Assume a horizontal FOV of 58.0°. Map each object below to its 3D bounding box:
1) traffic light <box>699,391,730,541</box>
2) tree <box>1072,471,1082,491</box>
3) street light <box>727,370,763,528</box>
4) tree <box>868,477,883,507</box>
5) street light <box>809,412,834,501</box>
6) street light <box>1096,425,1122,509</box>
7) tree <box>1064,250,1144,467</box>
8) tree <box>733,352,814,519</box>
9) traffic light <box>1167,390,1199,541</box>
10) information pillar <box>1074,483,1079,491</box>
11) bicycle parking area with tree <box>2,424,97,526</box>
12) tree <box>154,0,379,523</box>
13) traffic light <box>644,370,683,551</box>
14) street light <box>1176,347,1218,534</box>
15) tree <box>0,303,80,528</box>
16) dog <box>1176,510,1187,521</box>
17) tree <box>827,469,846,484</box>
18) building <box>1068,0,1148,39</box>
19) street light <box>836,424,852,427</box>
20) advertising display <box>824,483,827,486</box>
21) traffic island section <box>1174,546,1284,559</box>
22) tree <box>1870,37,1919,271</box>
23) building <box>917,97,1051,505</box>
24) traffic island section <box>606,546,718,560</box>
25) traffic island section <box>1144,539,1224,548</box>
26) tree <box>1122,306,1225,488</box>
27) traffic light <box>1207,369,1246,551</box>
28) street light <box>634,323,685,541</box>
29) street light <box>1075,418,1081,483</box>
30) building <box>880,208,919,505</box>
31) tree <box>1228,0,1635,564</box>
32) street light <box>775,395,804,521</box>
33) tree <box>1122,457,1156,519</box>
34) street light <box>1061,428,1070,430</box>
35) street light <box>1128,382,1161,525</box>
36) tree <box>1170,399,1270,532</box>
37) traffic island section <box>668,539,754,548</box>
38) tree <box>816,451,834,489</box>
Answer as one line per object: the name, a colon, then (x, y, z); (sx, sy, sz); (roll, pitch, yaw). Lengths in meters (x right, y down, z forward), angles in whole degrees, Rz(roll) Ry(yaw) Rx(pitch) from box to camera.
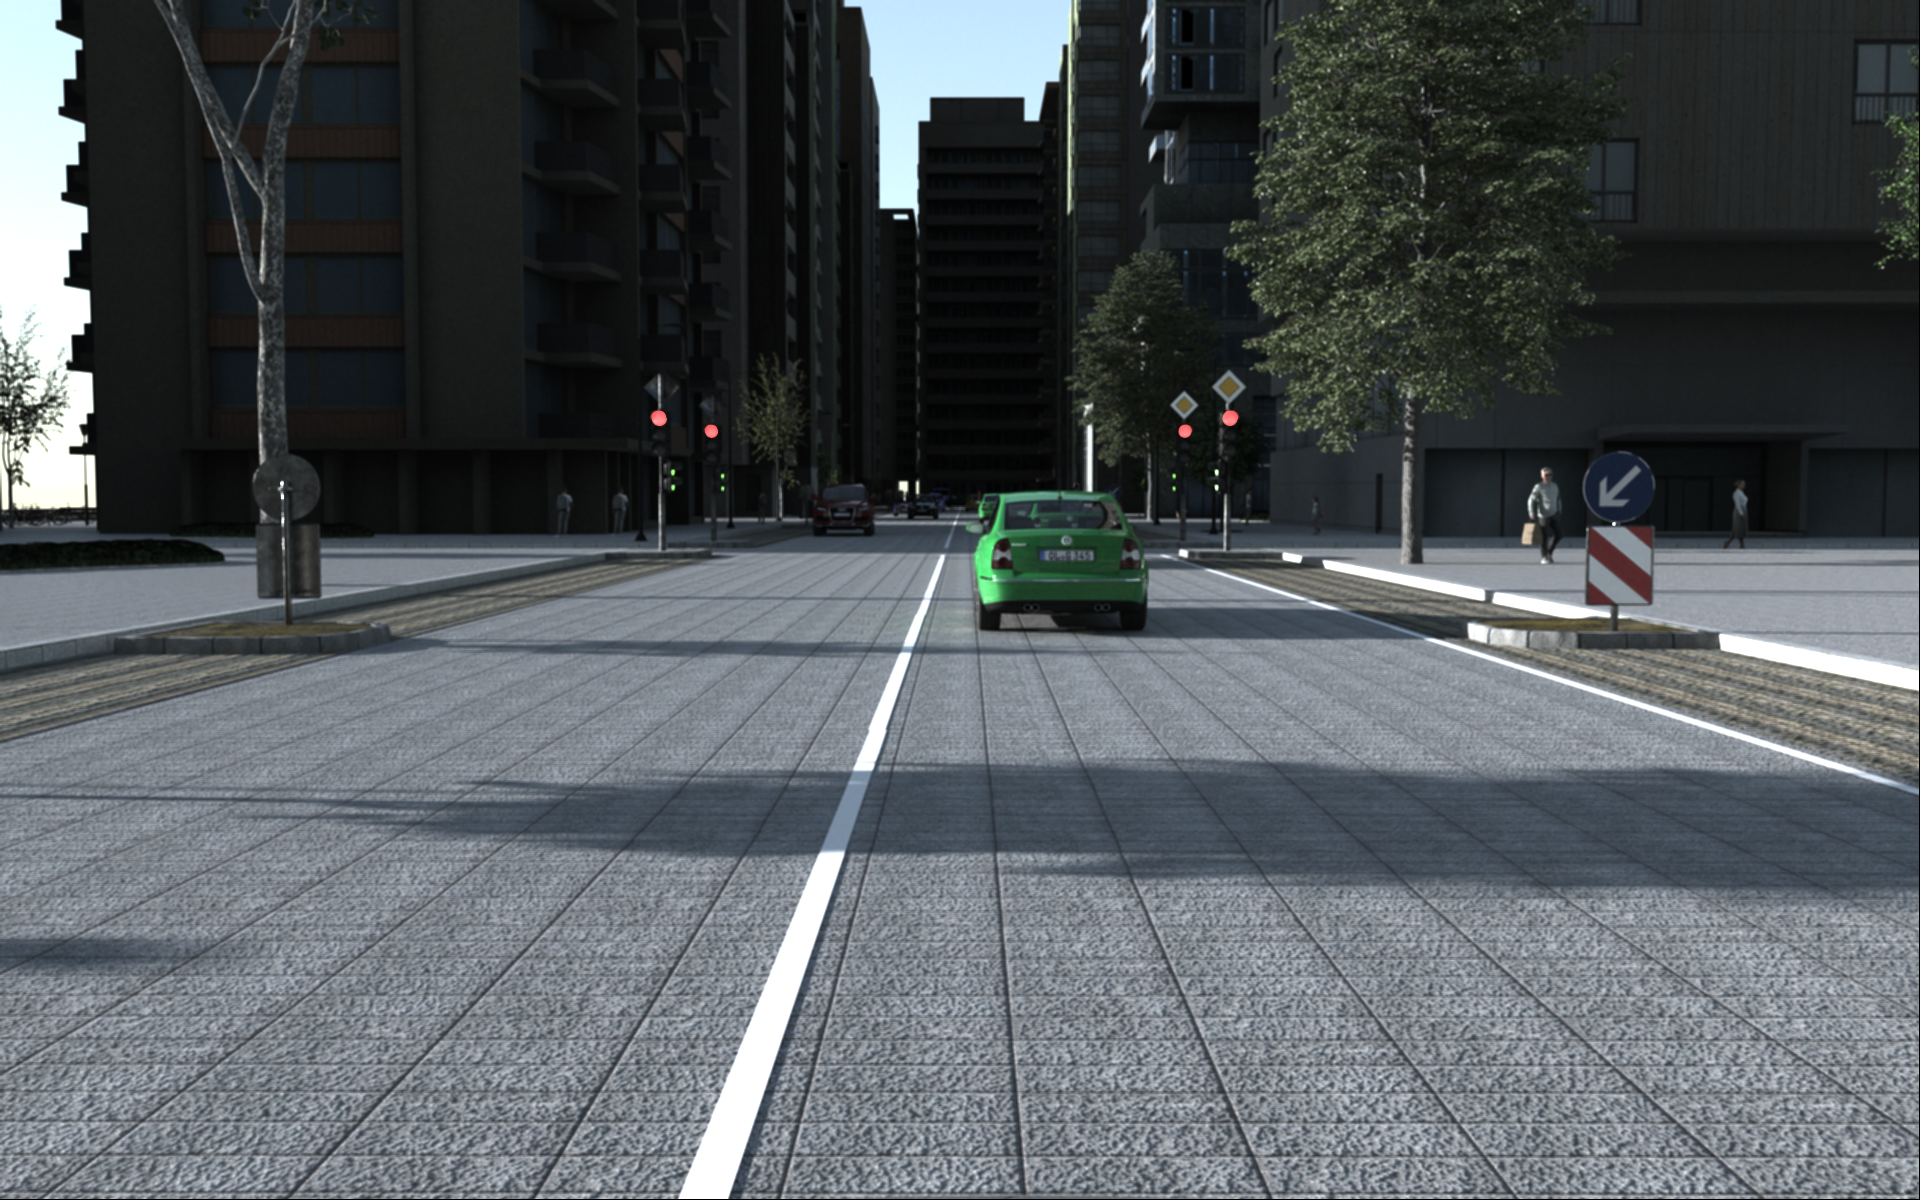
traffic light: (-6.698, -3.562, 47.154); (0.839, 4.253, 0.868); (0, 4, 0)
tree: (8.948, -8.017, 125.683); (1.663, 3.219, 1.824); (0, 3, 0)
street light: (-8.071, -5.647, 64.869); (1.470, 5.913, 1.316); (0, 4, 0)
tree: (-8.403, -11.152, 176.939); (1.663, 3.219, 1.824); (0, 3, 0)
street light: (-8.001, -7.705, 98.518); (1.470, 5.913, 1.316); (0, 4, 0)
street light: (7.686, -7.100, 88.624); (1.470, 5.913, 1.316); (0, 4, 0)
tree: (8.570, -9.961, 80.986); (7.486, 12.596, 7.792); (0, 3, 0)
tree: (-9.336, -8.473, 88.901); (4.737, 8.622, 4.395); (0, 3, 0)
traffic light: (6.063, -3.560, 47.127); (0.839, 4.253, 0.868); (0, 4, 0)
information pillar: (7.851, -6.876, 116.920); (0.304, 2.012, 0.304); (0, 3, 0)
bicycle parking area with tree: (-36.883, -5.279, 73.315); (9.016, 4.147, 8.231); (0, 4, -7)
tree: (-10.799, -10.325, 24.698); (12.611, 20.169, 13.585); (0, 3, 0)
traffic light: (-6.725, -3.073, 39.169); (0.839, 4.253, 0.868); (0, 4, 0)
street light: (7.544, -5.045, 55.022); (1.470, 5.913, 1.316); (0, 4, 0)
tree: (-35.704, -7.037, 65.421); (4.360, 8.622, 3.978); (0, 3, 0)
dog: (10.679, -4.083, 83.581); (0.406, 0.507, 0.540); (2, 4, 30)
tree: (-8.503, -7.722, 120.853); (1.663, 3.219, 1.824); (0, 3, 0)
building: (16.054, -28.362, 147.305); (14.154, 41.232, 14.086); (0, 4, 0)
street light: (-7.906, -8.733, 115.319); (1.470, 5.913, 1.316); (0, 4, 0)
advertising display: (-7.940, -5.934, 102.228); (0.123, 1.923, 0.974); (0, 4, -3)
traffic island section: (6.076, -1.038, 39.256); (2.009, 0.180, 2.903); (0, 4, 0)
tree: (21.868, -6.618, 33.954); (9.928, 11.665, 9.643); (0, 3, 0)
building: (5.663, -36.180, 215.247); (21.600, 48.544, 21.300); (0, 4, 0)
traffic island section: (-6.765, -1.041, 39.304); (2.009, 0.180, 2.903); (0, 4, 0)
traffic island section: (6.103, -1.527, 47.241); (2.009, 0.180, 2.903); (0, 4, 0)
tree: (8.448, -7.135, 67.012); (4.737, 8.622, 4.395); (0, 3, 0)
traffic light: (6.036, -3.072, 39.142); (0.839, 4.253, 0.868); (0, 4, 0)
street light: (-8.159, -4.557, 47.050); (1.470, 5.913, 1.316); (0, 4, 0)
street light: (7.787, -8.127, 105.425); (1.470, 5.913, 1.316); (0, 4, 0)
building: (-17.112, -32.418, 221.913); (23.993, 40.220, 32.217); (0, 4, 0)
tree: (8.585, -6.922, 31.297); (7.486, 12.596, 7.792); (0, 3, 0)
street light: (-8.031, -6.675, 81.670); (1.470, 5.913, 1.316); (0, 4, 0)
tree: (9.420, -5.857, 90.368); (1.663, 3.219, 1.824); (0, 3, 0)
street light: (7.799, -9.158, 122.268); (1.470, 5.913, 1.316); (0, 4, 0)
street light: (7.651, -6.072, 71.823); (1.470, 5.913, 1.316); (0, 4, 0)
tree: (8.829, -4.595, 58.836); (4.285, 4.588, 4.351); (0, 3, 0)
traffic island section: (-6.738, -1.530, 47.289); (2.009, 0.180, 2.903); (0, 4, 0)
tree: (-9.804, -7.868, 112.353); (4.285, 4.588, 4.351); (0, 3, 0)
